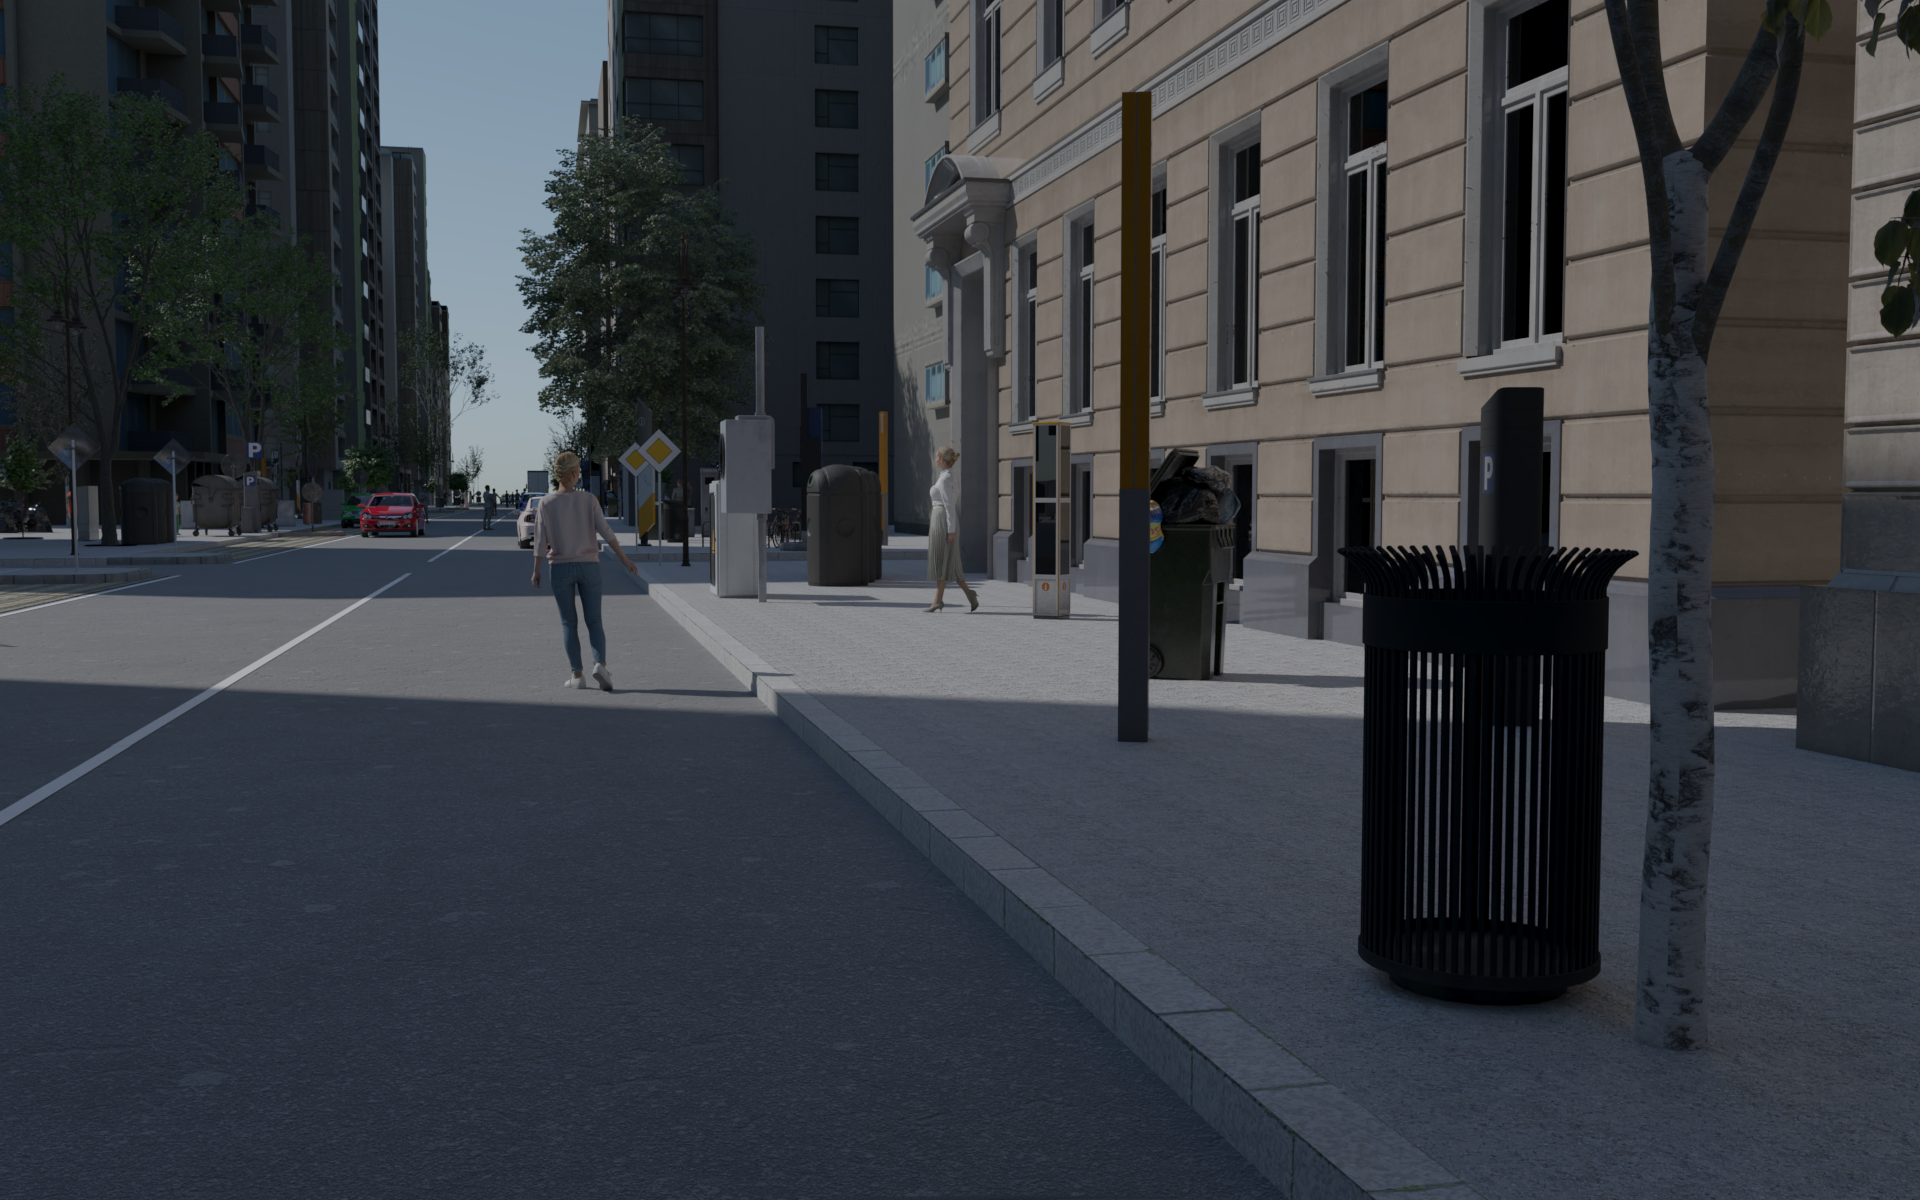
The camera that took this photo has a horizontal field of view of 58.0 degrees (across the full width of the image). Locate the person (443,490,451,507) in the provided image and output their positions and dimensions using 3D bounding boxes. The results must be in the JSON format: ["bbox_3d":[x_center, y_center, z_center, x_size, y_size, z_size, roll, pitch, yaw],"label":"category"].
[{"bbox_3d":[-52.303,-10.339,175.906,1.217,1.723,0.721,-1,4,-21],"label":"person"}]

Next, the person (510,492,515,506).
[{"bbox_3d":[-55.727,-12.620,215.664,1.217,1.723,0.721,0,4,1],"label":"person"}]

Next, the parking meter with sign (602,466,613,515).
[{"bbox_3d":[-22.474,-6.819,107.753,1.738,3.016,0.543,-1,4,-14],"label":"parking meter with sign"}]

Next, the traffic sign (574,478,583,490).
[{"bbox_3d":[-23.442,-6.379,106.420,0.606,2.300,0.079,-1,4,-9],"label":"traffic sign"}]

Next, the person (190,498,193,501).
[{"bbox_3d":[-30.410,-3.471,68.289,0.738,1.151,1.012,2,4,26],"label":"person"}]

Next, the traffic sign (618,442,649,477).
[{"bbox_3d":[-7.210,-2.231,38.667,0.795,2.593,0.064,-1,4,-14],"label":"traffic sign"}]

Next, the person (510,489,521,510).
[{"bbox_3d":[-34.552,-7.735,135.044,0.705,1.814,1.350,2,4,25],"label":"person"}]

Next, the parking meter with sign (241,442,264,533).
[{"bbox_3d":[-23.392,-3.725,57.169,0.543,3.016,1.738,-1,4,-13],"label":"parking meter with sign"}]

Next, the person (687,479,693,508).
[{"bbox_3d":[-9.588,-3.360,61.159,0.473,1.802,0.592,1,4,17],"label":"person"}]

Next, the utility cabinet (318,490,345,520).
[{"bbox_3d":[-30.859,-4.672,85.058,1.173,1.500,0.318,0,4,-1],"label":"utility cabinet"}]

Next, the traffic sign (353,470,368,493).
[{"bbox_3d":[-31.469,-5.559,90.993,0.768,2.556,0.104,0,4,-6],"label":"traffic sign"}]

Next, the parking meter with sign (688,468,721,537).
[{"bbox_3d":[-7.352,-3.369,51.336,1.738,3.016,0.543,0,4,-8],"label":"parking meter with sign"}]

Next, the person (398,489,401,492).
[{"bbox_3d":[-48.584,-8.761,150.001,1.217,1.735,0.721,1,4,19],"label":"person"}]

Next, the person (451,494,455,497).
[{"bbox_3d":[-65.942,-13.382,225.546,1.217,1.736,0.721,2,4,27],"label":"person"}]

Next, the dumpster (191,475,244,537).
[{"bbox_3d":[-22.702,-2.884,52.905,1.264,1.857,1.865,-1,4,-13],"label":"dumpster"}]

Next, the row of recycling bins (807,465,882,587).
[{"bbox_3d":[-1.673,-1.135,25.668,1.069,1.692,3.534,0,3,0],"label":"row of recycling bins"}]

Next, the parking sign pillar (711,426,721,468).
[{"bbox_3d":[-9.139,-4.854,67.836,1.447,3.967,1.447,2,4,32],"label":"parking sign pillar"}]

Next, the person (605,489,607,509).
[{"bbox_3d":[-30.657,-8.733,149.750,0.530,1.710,0.541,2,4,28],"label":"person"}]

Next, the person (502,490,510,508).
[{"bbox_3d":[-47.266,-10.520,180.524,0.705,1.821,1.348,1,4,21],"label":"person"}]

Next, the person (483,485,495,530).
[{"bbox_3d":[-18.802,-3.701,69.189,0.511,1.800,0.466,2,4,25],"label":"person"}]

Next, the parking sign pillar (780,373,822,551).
[{"bbox_3d":[-3.386,-3.114,39.383,1.447,3.967,1.447,0,4,-3],"label":"parking sign pillar"}]

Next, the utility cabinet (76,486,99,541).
[{"bbox_3d":[-23.965,-2.379,47.569,0.318,1.500,1.173,-1,4,-15],"label":"utility cabinet"}]

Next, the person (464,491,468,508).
[{"bbox_3d":[-49.190,-9.985,172.416,0.621,1.740,0.551,3,4,36],"label":"person"}]

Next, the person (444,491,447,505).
[{"bbox_3d":[-60.910,-12.095,204.510,1.217,1.736,0.721,3,5,43],"label":"person"}]

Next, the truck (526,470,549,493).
[{"bbox_3d":[-51.371,-13.566,210.723,2.839,4.237,11.283,-1,4,-14],"label":"truck"}]

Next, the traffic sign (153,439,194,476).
[{"bbox_3d":[-16.543,-2.095,36.446,0.795,2.593,0.064,-1,4,-14],"label":"traffic sign"}]

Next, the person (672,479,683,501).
[{"bbox_3d":[-9.371,-3.126,57.435,0.520,1.790,0.573,-3,5,-44],"label":"person"}]

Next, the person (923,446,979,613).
[{"bbox_3d":[-0.091,-0.761,18.704,0.641,1.798,0.478,2,4,24],"label":"person"}]

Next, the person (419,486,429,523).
[{"bbox_3d":[-26.083,-4.625,84.295,0.511,1.800,0.466,-2,4,-32],"label":"person"}]

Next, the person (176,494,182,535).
[{"bbox_3d":[-24.578,-2.682,54.136,0.590,1.304,0.306,2,4,28],"label":"person"}]

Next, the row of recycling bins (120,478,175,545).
[{"bbox_3d":[-21.128,-2.329,45.185,1.069,1.692,3.534,-1,4,-16],"label":"row of recycling bins"}]

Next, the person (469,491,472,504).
[{"bbox_3d":[-66.177,-13.914,234.209,0.551,1.740,0.621,3,5,41],"label":"person"}]

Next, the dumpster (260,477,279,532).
[{"bbox_3d":[-24.020,-3.264,59.132,1.264,1.857,1.865,-1,4,-14],"label":"dumpster"}]

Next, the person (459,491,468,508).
[{"bbox_3d":[-48.818,-9.842,170.196,0.721,1.735,1.217,2,4,27],"label":"person"}]

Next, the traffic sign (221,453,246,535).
[{"bbox_3d":[-22.795,-3.320,54.382,0.768,2.556,0.104,0,4,-6],"label":"traffic sign"}]

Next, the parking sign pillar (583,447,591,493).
[{"bbox_3d":[-21.269,-6.756,98.928,1.447,3.967,1.447,-1,4,-12],"label":"parking sign pillar"}]

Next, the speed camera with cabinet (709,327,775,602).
[{"bbox_3d":[-2.705,-1.644,21.207,0.660,3.252,2.038,-1,4,-13],"label":"speed camera with cabinet"}]

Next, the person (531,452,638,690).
[{"bbox_3d":[-2.717,-0.215,12.686,0.731,1.740,0.598,-2,4,-28],"label":"person"}]

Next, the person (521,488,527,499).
[{"bbox_3d":[-27.830,-6.245,110.623,0.581,1.822,0.654,2,4,26],"label":"person"}]

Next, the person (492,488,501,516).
[{"bbox_3d":[-30.728,-6.461,114.142,0.705,1.824,1.348,2,4,35],"label":"person"}]

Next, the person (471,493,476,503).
[{"bbox_3d":[-69.339,-14.552,247.155,0.799,1.438,0.628,-2,4,-26],"label":"person"}]
